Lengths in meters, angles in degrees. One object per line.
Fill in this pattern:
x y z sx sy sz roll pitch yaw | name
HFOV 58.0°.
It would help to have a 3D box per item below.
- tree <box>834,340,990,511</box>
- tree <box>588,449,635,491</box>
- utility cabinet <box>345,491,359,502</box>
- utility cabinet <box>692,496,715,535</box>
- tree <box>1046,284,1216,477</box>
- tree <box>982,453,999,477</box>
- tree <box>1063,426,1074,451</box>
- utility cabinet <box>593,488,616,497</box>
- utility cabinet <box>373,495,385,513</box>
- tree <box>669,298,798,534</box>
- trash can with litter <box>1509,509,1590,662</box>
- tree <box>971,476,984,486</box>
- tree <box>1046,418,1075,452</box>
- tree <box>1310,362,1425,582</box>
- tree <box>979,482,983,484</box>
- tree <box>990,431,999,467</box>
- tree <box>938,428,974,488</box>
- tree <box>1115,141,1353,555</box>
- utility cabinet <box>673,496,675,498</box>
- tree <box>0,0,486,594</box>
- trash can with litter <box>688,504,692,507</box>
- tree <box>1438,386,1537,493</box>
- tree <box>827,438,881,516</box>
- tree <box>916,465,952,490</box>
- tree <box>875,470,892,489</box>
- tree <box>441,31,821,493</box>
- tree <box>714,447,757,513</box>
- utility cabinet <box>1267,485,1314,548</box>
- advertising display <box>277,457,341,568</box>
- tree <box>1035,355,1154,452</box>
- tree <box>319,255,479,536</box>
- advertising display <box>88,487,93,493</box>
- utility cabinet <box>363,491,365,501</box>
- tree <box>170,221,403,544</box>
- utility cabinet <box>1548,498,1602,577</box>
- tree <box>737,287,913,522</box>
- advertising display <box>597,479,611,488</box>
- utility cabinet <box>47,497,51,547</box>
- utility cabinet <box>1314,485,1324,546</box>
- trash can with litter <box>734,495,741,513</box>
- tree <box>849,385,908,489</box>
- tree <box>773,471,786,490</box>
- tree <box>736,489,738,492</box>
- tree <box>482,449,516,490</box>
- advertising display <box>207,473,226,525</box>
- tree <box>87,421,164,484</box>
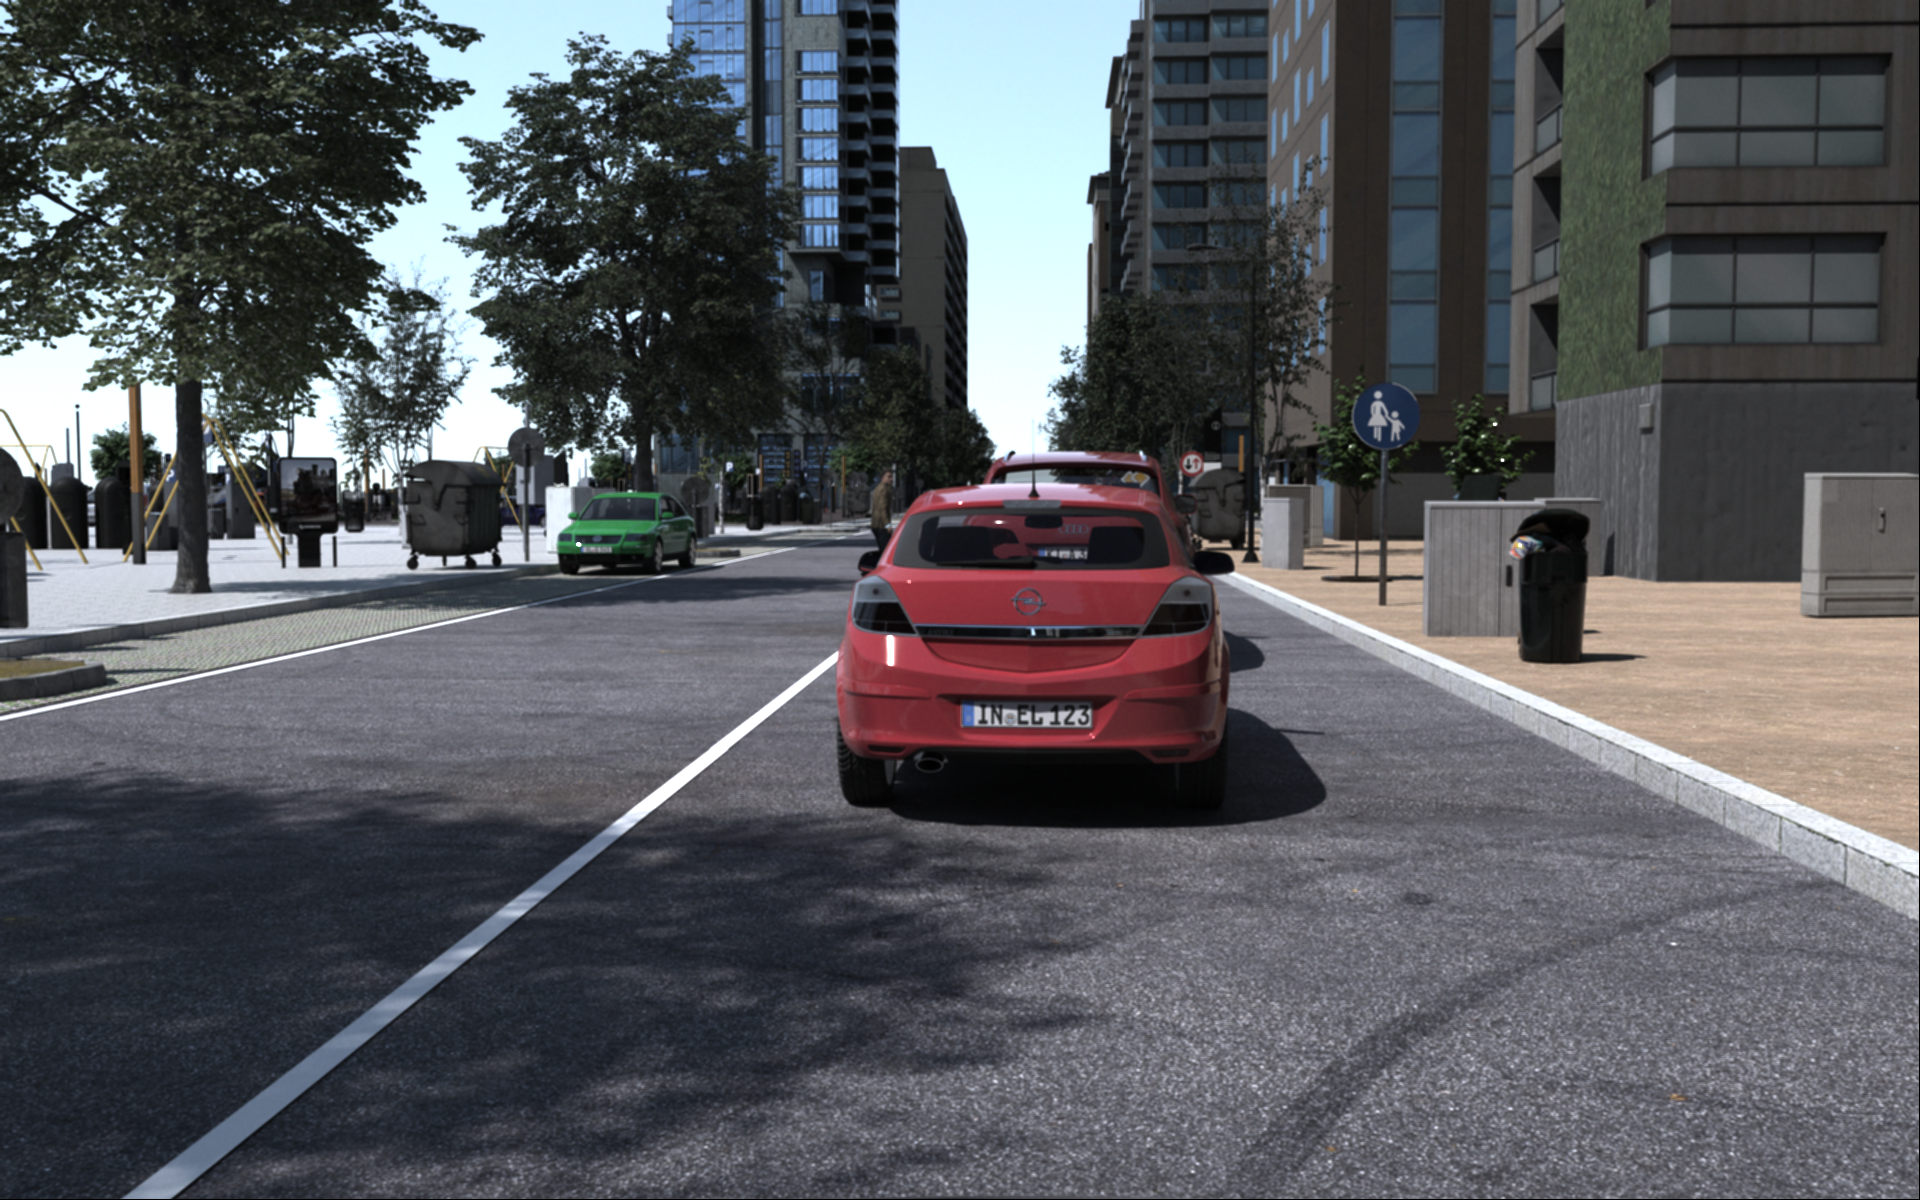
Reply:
-4.674 -13.003 129.604 9.611 12.733 9.660 0 3 0 | tree
-23.566 -8.180 117.449 4.285 4.588 4.351 0 3 0 | tree
-51.323 -8.417 146.299 1.173 1.500 0.318 -1 4 -14 | utility cabinet
-8.096 -2.660 54.649 0.306 1.237 1.020 1 4 20 | utility cabinet
9.505 -10.883 94.942 9.611 12.733 9.660 0 3 0 | tree
4.287 -22.615 304.171 8.767 10.594 7.601 0 4 6 | tree
12.465 -13.853 176.850 4.737 8.622 4.395 0 3 0 | tree
-13.226 -3.380 63.938 0.318 1.500 1.173 2 4 31 | utility cabinet
-40.490 -6.701 120.716 1.020 1.237 0.306 3 5 42 | utility cabinet
-7.626 -6.477 56.269 4.737 8.622 4.395 0 3 0 | tree
4.522 -0.128 13.488 0.624 1.170 1.055 1 4 9 | trash can with litter
2.953 -17.641 272.139 4.285 4.588 4.351 0 3 0 | tree
15.064 -19.126 230.829 7.486 12.596 7.792 0 3 0 | tree
6.007 -1.893 25.560 1.663 3.219 1.824 0 3 0 | tree
1.599 -17.753 240.627 4.737 8.622 4.395 0 3 0 | tree
0.695 -18.664 222.158 9.611 12.733 9.660 0 3 0 | tree
-0.854 -14.681 190.394 4.737 8.622 4.395 0 3 0 | tree
6.197 -5.224 35.779 4.360 8.622 3.978 0 3 0 | tree
-10.588 -3.164 62.890 0.306 1.237 1.020 0 4 3 | utility cabinet
-10.168 -6.382 22.471 7.486 12.596 7.792 0 3 0 | tree
-17.671 -6.178 112.062 1.678 1.210 2.233 0 4 4 | trash can with litter
8.989 -2.192 30.442 1.663 3.219 1.824 0 3 0 | tree
-6.200 -7.211 101.615 4.285 4.588 4.351 0 3 0 | tree
-2.356 -10.683 158.379 4.285 4.588 4.351 0 3 0 | tree
-6.552 -11.564 139.439 4.360 8.622 3.978 0 3 0 | tree
-8.699 -8.575 46.849 9.857 13.997 8.962 0 3 0 | tree
-15.538 -8.347 120.192 4.285 4.588 4.351 0 3 0 | tree
7.634 -1.945 40.485 1.173 1.500 0.318 -2 4 -23 | utility cabinet
-11.376 -1.530 30.230 0.974 1.923 0.123 -2 4 -29 | advertising display
11.233 -13.941 138.313 12.009 13.543 11.850 0 3 0 | tree
-17.344 -6.284 53.112 4.360 8.622 3.978 0 3 0 | tree
-75.252 -8.812 149.290 0.974 1.923 0.123 -1 4 -13 | advertising display
-47.400 -7.920 138.174 0.318 1.500 1.173 -1 4 -13 | utility cabinet
-17.370 -5.730 44.047 4.737 8.622 4.395 0 3 0 | tree
9.410 -0.958 26.825 1.020 1.237 0.306 -1 4 -17 | utility cabinet
-6.461 -8.829 78.769 8.767 10.594 7.601 0 4 -6 | tree
-15.588 -4.323 75.896 0.123 1.923 0.974 1 4 19 | advertising display
-22.156 -1.890 42.061 1.020 1.237 0.306 2 4 26 | utility cabinet
8.574 -2.060 42.354 0.318 1.500 1.173 0 4 -6 | utility cabinet
-13.821 -6.138 111.406 2.233 1.210 1.678 -3 5 -44 | trash can with litter
-5.242 -10.044 114.577 4.737 8.622 4.395 0 3 0 | tree
-12.849 -8.154 127.926 1.663 3.219 1.824 0 3 0 | tree
-19.322 -9.186 144.785 1.663 3.219 1.824 0 3 0 | tree
-33.391 -8.701 125.968 4.285 4.588 4.351 0 3 0 | tree
-22.705 -2.918 52.930 0.123 1.923 0.974 3 5 43 | advertising display
-37.309 -5.729 77.390 4.285 4.588 4.351 0 3 0 | tree
